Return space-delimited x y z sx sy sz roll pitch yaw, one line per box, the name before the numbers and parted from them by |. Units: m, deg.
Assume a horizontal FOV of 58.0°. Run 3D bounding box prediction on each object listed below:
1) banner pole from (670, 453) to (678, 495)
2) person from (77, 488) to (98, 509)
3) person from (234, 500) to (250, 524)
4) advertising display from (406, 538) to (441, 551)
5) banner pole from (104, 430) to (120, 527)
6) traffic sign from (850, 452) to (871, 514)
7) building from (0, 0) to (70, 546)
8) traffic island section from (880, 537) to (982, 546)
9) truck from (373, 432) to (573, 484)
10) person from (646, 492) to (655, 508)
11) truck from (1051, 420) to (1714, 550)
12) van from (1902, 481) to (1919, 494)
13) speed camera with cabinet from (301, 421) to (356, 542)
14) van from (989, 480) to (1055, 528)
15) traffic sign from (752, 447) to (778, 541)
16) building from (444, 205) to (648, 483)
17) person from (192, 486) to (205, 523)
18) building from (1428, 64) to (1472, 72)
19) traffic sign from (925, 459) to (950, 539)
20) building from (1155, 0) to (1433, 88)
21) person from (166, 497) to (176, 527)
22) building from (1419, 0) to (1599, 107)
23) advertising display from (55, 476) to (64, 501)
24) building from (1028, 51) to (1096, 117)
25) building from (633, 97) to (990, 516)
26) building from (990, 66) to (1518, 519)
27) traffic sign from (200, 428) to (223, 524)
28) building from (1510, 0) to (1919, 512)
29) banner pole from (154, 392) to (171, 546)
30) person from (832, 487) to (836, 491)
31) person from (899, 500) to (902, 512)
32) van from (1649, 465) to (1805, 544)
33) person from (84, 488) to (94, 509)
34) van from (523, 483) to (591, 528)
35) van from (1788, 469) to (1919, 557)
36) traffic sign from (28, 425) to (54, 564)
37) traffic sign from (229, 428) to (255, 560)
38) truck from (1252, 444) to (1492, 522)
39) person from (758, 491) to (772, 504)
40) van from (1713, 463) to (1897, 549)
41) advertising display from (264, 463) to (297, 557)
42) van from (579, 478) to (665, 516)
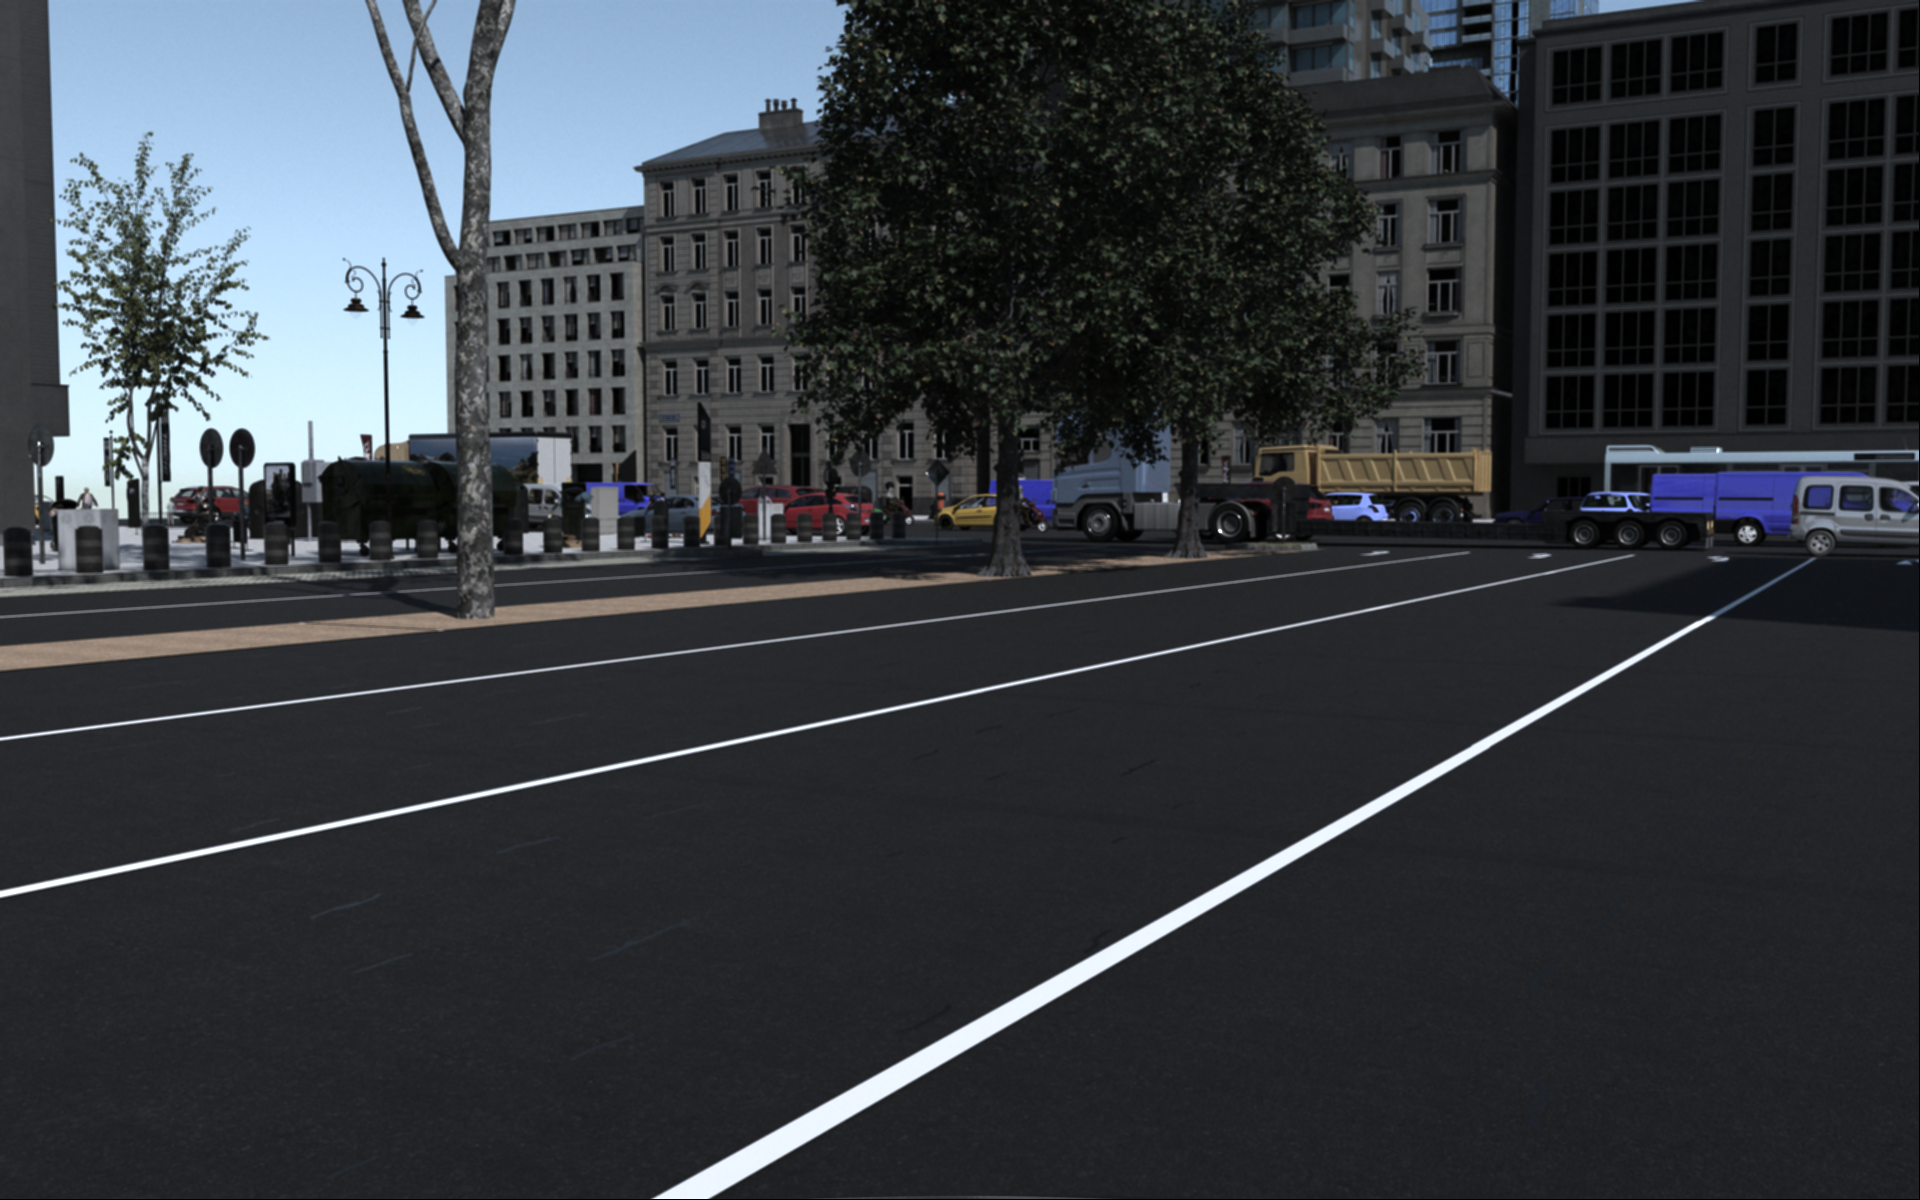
banner pole | -17.391 -7.072 105.636 0.863 3.779 0.401 3 4 37
person | -44.727 -4.876 88.773 0.990 1.755 0.434 -2 4 -30
person | -34.490 -4.234 83.220 0.738 1.151 1.012 1 4 13
advertising display | -12.227 -2.092 39.421 0.974 1.923 0.123 1 4 18
banner pole | -33.308 -4.760 67.838 0.401 3.779 0.863 0 4 -1
traffic sign | -2.974 -3.136 51.385 0.768 2.556 0.104 2 4 33
building | -38.886 -13.832 45.223 30.058 24.678 14.314 2 4 29
traffic island section | -0.678 -1.642 49.130 2.009 0.180 2.903 2 4 29
truck | -23.300 -5.653 81.341 11.283 4.237 2.839 2 4 29
person | -14.756 -4.424 83.044 0.471 1.553 0.569 3 5 42
truck | 10.915 -3.600 48.614 18.799 4.110 2.967 2 4 27
van | 32.023 -3.122 58.056 2.013 2.044 4.112 2 4 28
speed camera with cabinet | -16.879 -3.199 46.643 2.038 3.252 0.660 2 4 35
van | 3.783 -4.133 71.959 5.245 2.365 2.240 2 4 30
traffic sign | -5.369 -2.905 47.500 0.884 2.594 0.081 2 4 30
building | -26.040 -16.317 121.532 16.860 20.320 10.420 2 4 29
person | -30.510 -3.690 69.556 0.376 1.734 0.841 0 4 4
building | 46.433 -32.456 180.759 14.200 45.320 14.600 2 4 29
traffic sign | -0.653 -2.778 49.056 0.795 2.450 0.064 2 4 29
building | 29.698 -32.946 158.272 23.786 49.044 30.456 2 4 29
person | -33.465 -3.707 73.384 0.394 1.301 0.425 1 4 14
building | 79.094 -57.371 250.688 31.000 86.520 22.319 2 4 29
advertising display | -32.391 -3.494 62.343 0.123 1.923 0.974 -3 4 -36
building | 16.917 -46.152 192.840 20.611 71.187 20.563 2 4 29
building | -7.268 -19.245 111.917 25.104 27.353 12.463 2 4 29
building | 17.672 -16.323 100.164 30.059 22.955 16.112 2 4 29
traffic sign | -14.524 -2.047 33.569 0.768 2.556 0.104 2 4 35
building | 41.121 -17.925 86.578 24.014 27.812 14.314 2 4 29
banner pole | -19.529 -3.207 42.451 0.863 3.779 0.401 3 5 42
person | -4.785 -3.457 65.849 0.431 1.722 0.655 -1 4 -19
person | -2.753 -4.323 84.682 0.738 1.151 1.012 0 4 -2
van | 23.283 -2.880 51.470 5.245 2.365 2.240 2 4 29
person | -43.476 -4.741 86.688 0.598 1.740 0.731 -1 4 -14
van | -15.455 -3.680 67.184 4.112 2.044 2.013 2 4 30
van | 21.300 -2.003 39.756 4.112 2.044 2.013 2 4 28
traffic sign | -16.867 -1.936 31.766 0.768 2.556 0.104 2 4 30
traffic sign | -13.954 -2.051 33.633 0.768 2.556 0.104 2 4 32
truck | 15.489 -4.383 67.588 9.791 3.379 3.469 2 4 28
person | -7.627 -3.493 67.818 0.614 1.554 0.590 1 4 9
van | 23.340 -2.617 47.171 5.245 2.365 2.240 2 4 29
advertising display | -14.025 -1.867 35.744 0.974 1.923 0.123 3 4 37
van | -17.159 -5.169 88.890 5.245 2.365 2.240 2 4 27
